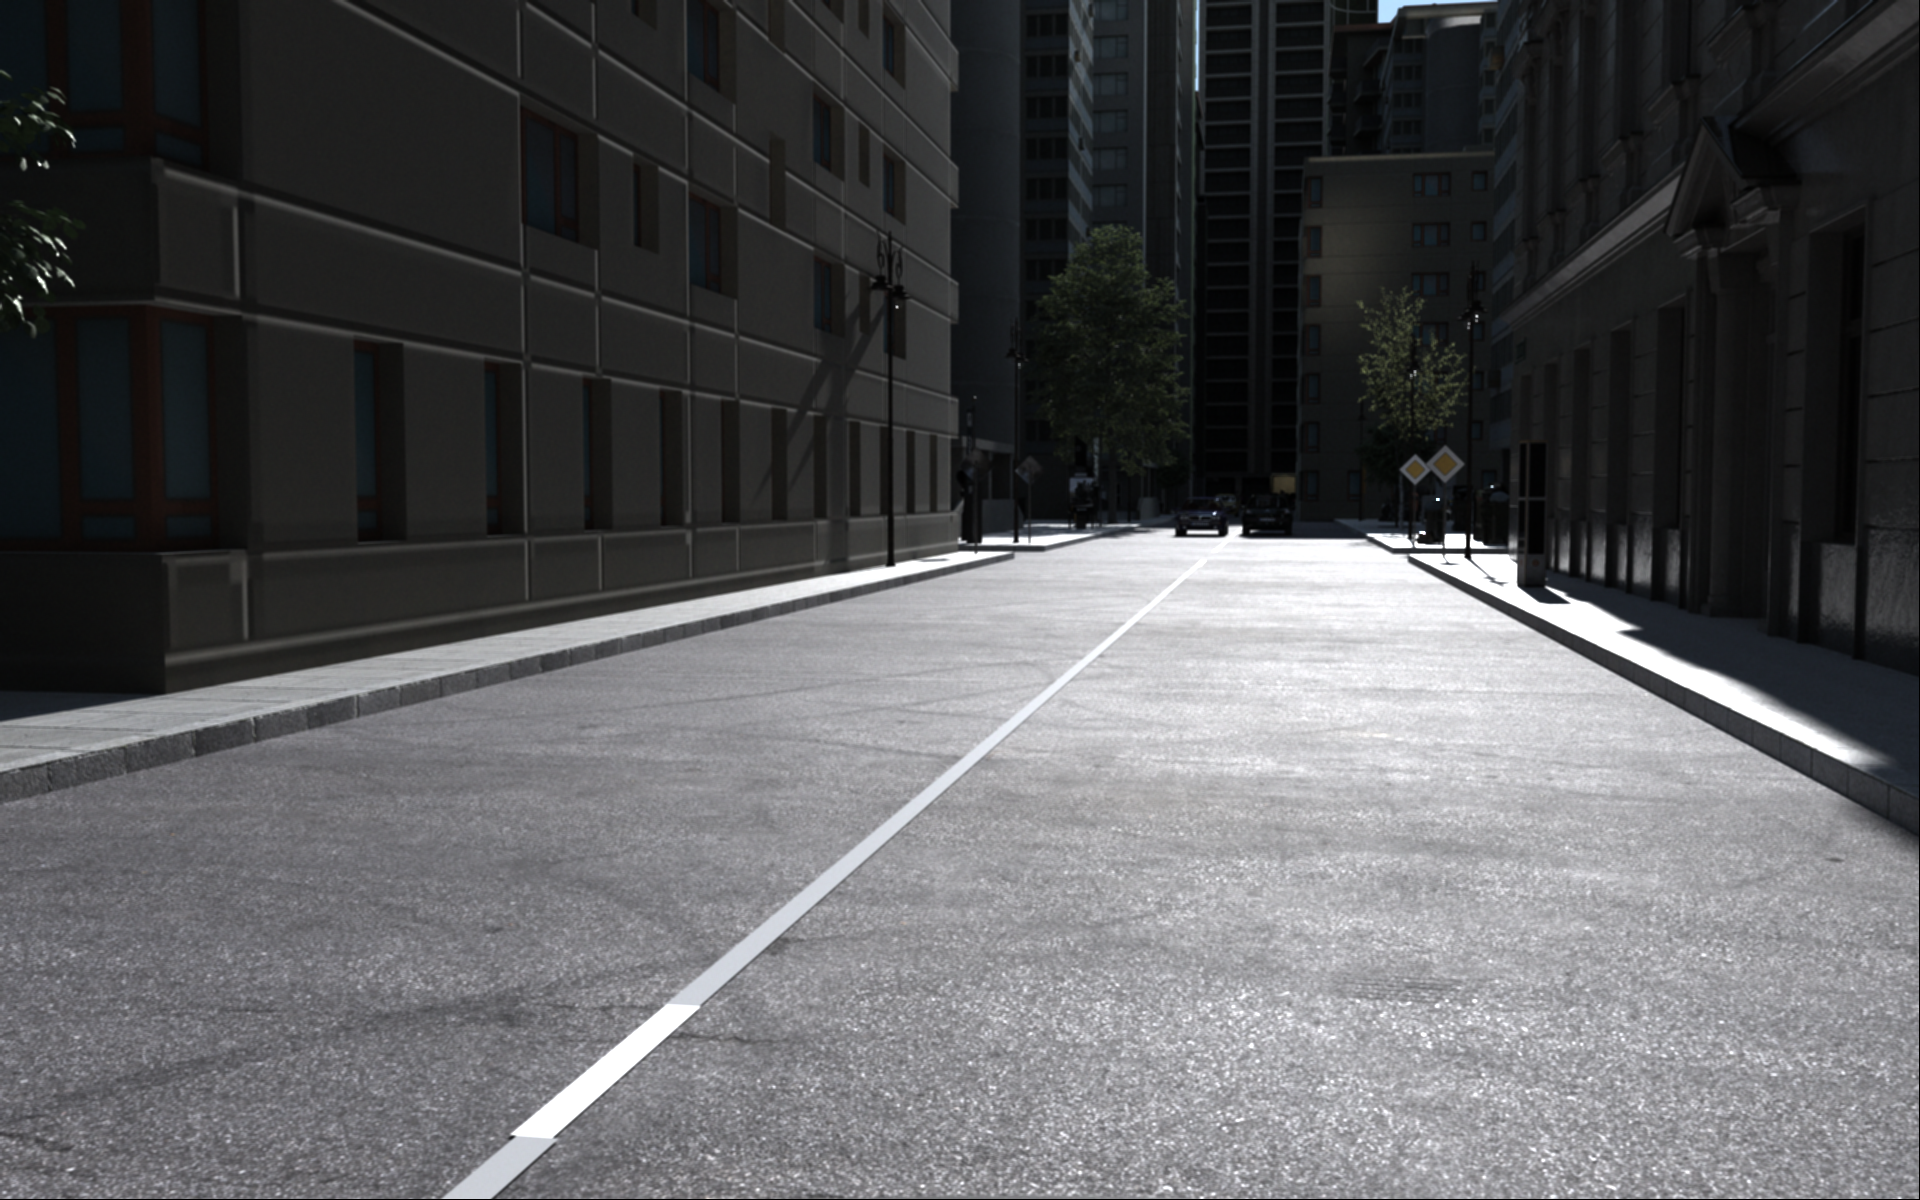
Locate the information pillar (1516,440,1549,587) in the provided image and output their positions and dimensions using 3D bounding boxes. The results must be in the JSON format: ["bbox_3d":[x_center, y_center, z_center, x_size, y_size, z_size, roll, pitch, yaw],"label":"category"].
[{"bbox_3d":[7.894,-1.186,23.887,0.304,2.012,0.304,0,4,-5],"label":"information pillar"}]

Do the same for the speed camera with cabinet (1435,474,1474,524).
[{"bbox_3d":[21.731,-4.955,75.357,2.038,3.252,0.660,-1,4,-16],"label":"speed camera with cabinet"}]

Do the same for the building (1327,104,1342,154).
[{"bbox_3d":[45.511,-30.505,182.352,14.154,41.232,14.086,1,4,10],"label":"building"}]

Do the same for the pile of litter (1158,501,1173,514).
[{"bbox_3d":[13.046,-5.933,110.973,1.719,0.858,1.176,-3,4,-36],"label":"pile of litter"}]

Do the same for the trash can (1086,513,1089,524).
[{"bbox_3d":[5.315,-3.891,75.268,0.748,1.137,0.748,0,3,0],"label":"trash can"}]

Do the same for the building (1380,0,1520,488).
[{"bbox_3d":[45.253,-26.956,132.609,32.217,40.220,23.993,1,4,10],"label":"building"}]

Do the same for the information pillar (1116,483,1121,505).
[{"bbox_3d":[10.660,-6.853,116.534,0.304,2.012,0.304,0,4,2],"label":"information pillar"}]

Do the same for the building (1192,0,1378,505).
[{"bbox_3d":[39.273,-47.075,207.931,20.611,71.187,20.563,1,4,10],"label":"building"}]

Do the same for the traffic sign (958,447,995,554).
[{"bbox_3d":[0.346,-2.034,36.901,0.795,2.450,0.064,1,4,10],"label":"traffic sign"}]

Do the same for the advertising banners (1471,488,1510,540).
[{"bbox_3d":[15.099,-3.156,47.794,2.074,3.025,0.090,3,4,38],"label":"advertising banners"}]

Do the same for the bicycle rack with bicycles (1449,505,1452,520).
[{"bbox_3d":[25.082,-4.385,85.079,2.852,0.926,2.925,-1,4,-22],"label":"bicycle rack with bicycles"}]

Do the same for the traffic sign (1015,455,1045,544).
[{"bbox_3d":[1.804,-2.514,44.752,0.795,2.450,0.064,1,4,10],"label":"traffic sign"}]

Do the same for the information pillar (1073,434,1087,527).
[{"bbox_3d":[4.709,-4.672,67.735,0.504,3.616,0.183,2,4,24],"label":"information pillar"}]

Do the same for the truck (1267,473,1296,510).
[{"bbox_3d":[29.922,-10.006,159.520,3.469,3.379,9.791,1,4,11],"label":"truck"}]

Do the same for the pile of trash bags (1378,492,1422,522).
[{"bbox_3d":[20.589,-4.296,79.999,1.912,1.369,3.447,0,4,0],"label":"pile of trash bags"}]

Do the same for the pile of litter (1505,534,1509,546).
[{"bbox_3d":[14.231,-1.758,42.711,1.719,0.858,1.176,0,4,-2],"label":"pile of litter"}]

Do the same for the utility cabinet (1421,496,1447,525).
[{"bbox_3d":[19.783,-3.737,72.268,1.020,1.237,0.306,3,5,43],"label":"utility cabinet"}]

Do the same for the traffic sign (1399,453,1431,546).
[{"bbox_3d":[11.283,-2.406,42.978,0.795,2.450,0.064,1,4,10],"label":"traffic sign"}]

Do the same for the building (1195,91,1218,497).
[{"bbox_3d":[12.831,-32.450,185.182,28.867,44.769,22.147,1,4,10],"label":"building"}]

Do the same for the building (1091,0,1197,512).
[{"bbox_3d":[9.755,-27.092,126.550,14.154,41.232,14.086,1,4,10],"label":"building"}]

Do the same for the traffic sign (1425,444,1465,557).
[{"bbox_3d":[9.824,-1.926,35.126,0.795,2.450,0.064,1,4,10],"label":"traffic sign"}]

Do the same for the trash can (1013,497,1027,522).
[{"bbox_3d":[2.566,-3.936,76.004,0.748,1.137,0.748,0,3,0],"label":"trash can"}]

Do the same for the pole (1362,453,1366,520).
[{"bbox_3d":[19.965,-5.611,85.583,0.158,3.312,0.155,0,3,0],"label":"pole"}]

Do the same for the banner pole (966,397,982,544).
[{"bbox_3d":[0.293,-3.335,44.549,0.401,3.779,0.863,1,4,17],"label":"banner pole"}]

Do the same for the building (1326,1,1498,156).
[{"bbox_3d":[45.114,-30.910,160.007,22.147,44.769,28.867,1,4,10],"label":"building"}]

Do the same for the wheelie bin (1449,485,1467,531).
[{"bbox_3d":[17.354,-3.167,59.682,0.980,1.594,0.693,1,4,10],"label":"wheelie bin"}]

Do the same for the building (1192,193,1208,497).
[{"bbox_3d":[15.675,-23.858,161.781,14.160,30.474,14.107,1,4,10],"label":"building"}]

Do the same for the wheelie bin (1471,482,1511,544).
[{"bbox_3d":[13.712,-2.224,44.264,0.693,1.594,0.980,-1,4,-19],"label":"wheelie bin"}]

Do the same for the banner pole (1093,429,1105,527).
[{"bbox_3d":[5.331,-4.708,66.993,0.401,3.779,0.863,-2,4,-24],"label":"banner pole"}]

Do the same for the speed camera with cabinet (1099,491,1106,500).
[{"bbox_3d":[7.805,-6.759,104.838,2.038,3.252,0.660,1,4,12],"label":"speed camera with cabinet"}]

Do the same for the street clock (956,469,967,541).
[{"bbox_3d":[0.144,-2.646,47.826,0.471,2.002,0.358,-1,4,-12],"label":"street clock"}]
